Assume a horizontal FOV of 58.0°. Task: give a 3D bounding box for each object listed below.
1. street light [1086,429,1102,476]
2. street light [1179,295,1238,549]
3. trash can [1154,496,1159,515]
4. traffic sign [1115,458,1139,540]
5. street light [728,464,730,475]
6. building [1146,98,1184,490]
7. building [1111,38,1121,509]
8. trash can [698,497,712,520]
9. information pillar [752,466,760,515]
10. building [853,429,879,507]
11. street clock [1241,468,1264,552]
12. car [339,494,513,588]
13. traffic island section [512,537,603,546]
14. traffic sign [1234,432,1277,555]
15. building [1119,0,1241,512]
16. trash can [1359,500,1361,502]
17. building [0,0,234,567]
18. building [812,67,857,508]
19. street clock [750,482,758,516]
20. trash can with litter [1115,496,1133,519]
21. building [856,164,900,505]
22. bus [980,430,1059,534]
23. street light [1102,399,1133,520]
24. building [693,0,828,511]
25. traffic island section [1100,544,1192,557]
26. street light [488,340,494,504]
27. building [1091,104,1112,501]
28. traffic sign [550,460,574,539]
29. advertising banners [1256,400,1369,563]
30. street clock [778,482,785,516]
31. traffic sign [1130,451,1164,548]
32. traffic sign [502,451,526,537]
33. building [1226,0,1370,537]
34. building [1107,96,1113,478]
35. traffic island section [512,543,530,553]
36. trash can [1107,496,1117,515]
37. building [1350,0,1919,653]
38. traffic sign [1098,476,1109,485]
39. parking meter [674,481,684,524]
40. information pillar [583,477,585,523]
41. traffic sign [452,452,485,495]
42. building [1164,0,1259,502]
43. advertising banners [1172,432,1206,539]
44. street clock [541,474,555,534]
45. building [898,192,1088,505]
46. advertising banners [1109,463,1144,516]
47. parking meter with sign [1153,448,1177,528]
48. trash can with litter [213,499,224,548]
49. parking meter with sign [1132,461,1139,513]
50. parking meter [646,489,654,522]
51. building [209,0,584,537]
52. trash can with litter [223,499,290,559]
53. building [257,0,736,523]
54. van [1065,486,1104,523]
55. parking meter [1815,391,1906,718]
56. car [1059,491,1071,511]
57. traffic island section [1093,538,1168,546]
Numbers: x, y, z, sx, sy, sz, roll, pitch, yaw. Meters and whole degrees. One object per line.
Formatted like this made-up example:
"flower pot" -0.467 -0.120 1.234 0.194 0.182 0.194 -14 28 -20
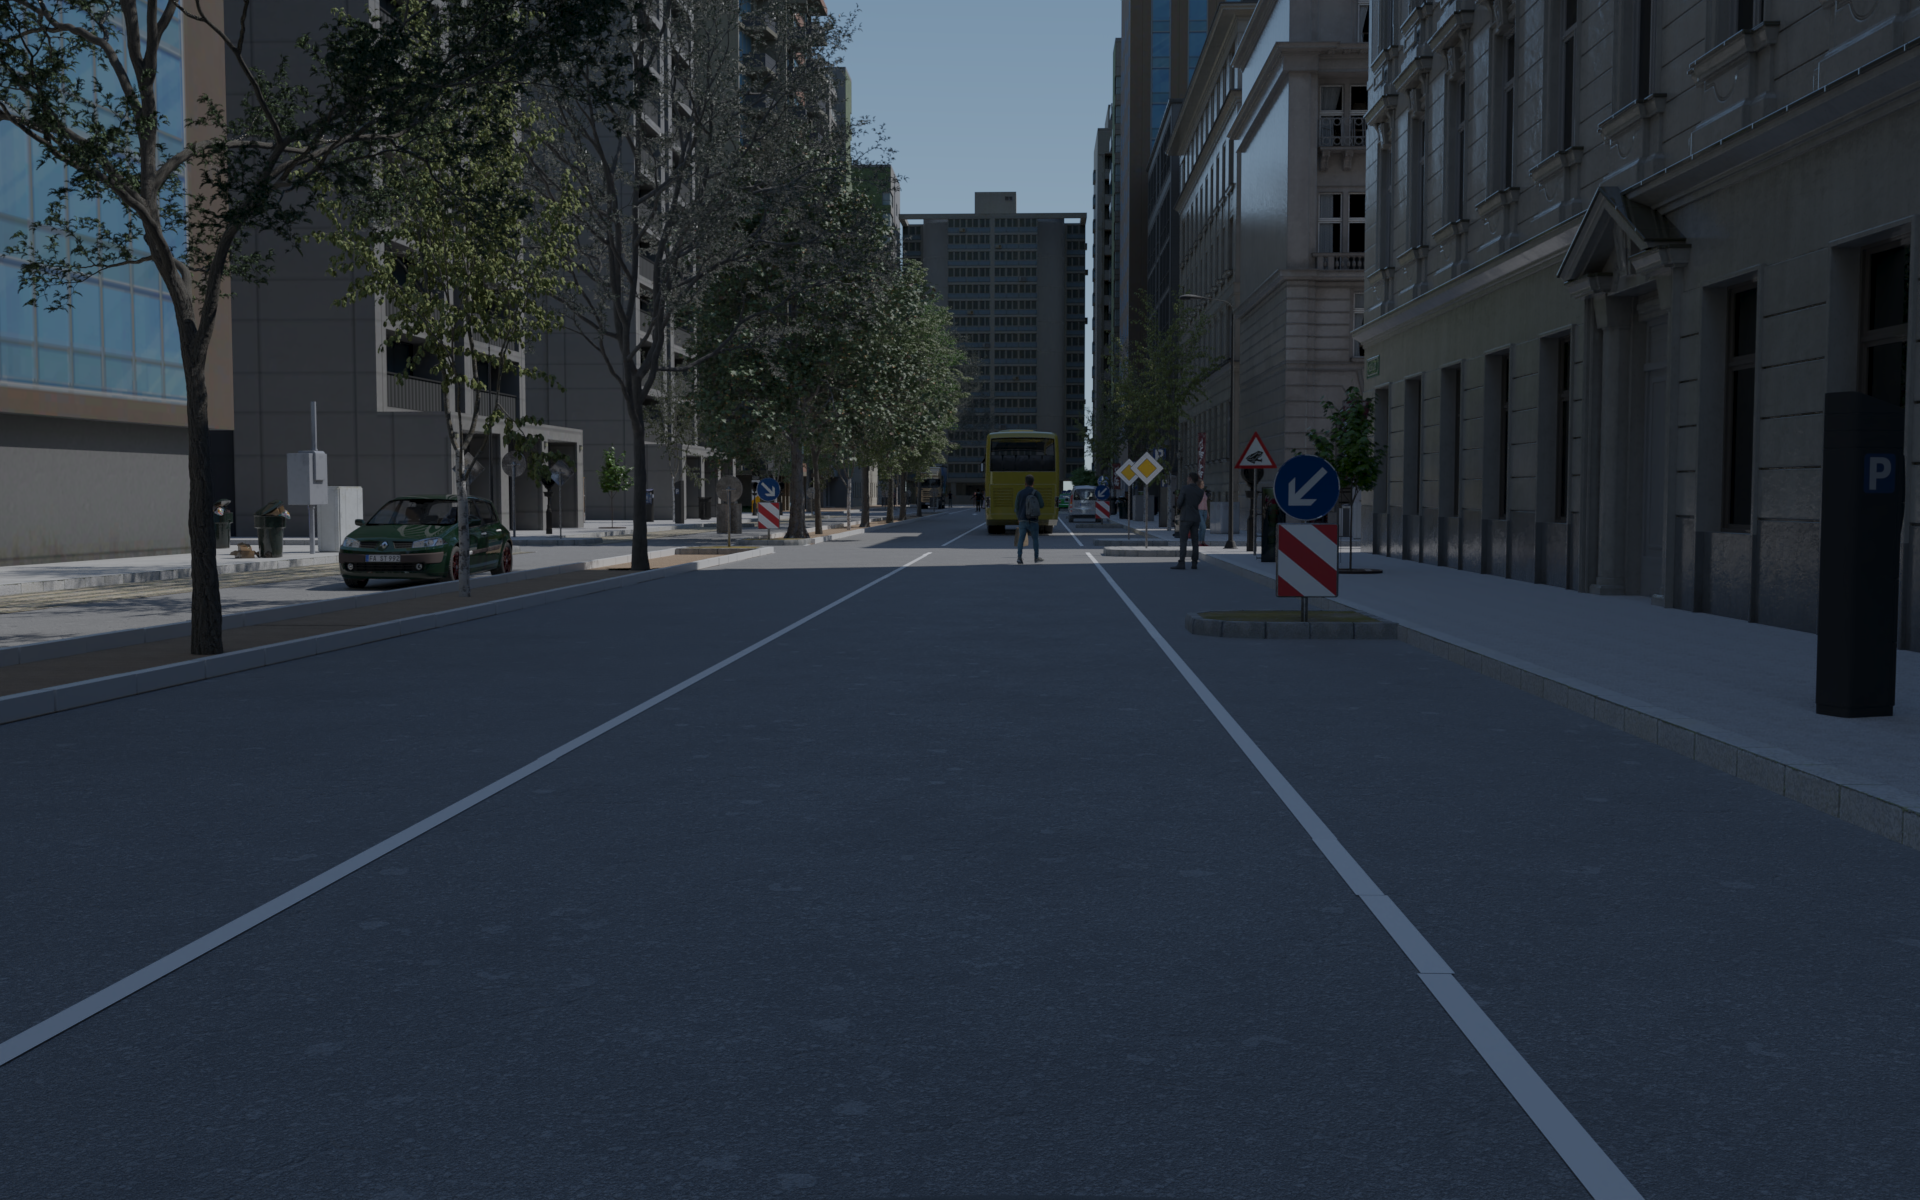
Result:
"street light" 9.578 -9.227 123.403 1.470 5.913 1.316 0 4 3
"street light" 5.806 -4.155 40.483 1.470 5.913 1.316 0 4 3
"trash can" 11.627 -5.677 104.465 0.748 1.137 0.748 0 3 0
"traffic sign" 4.755 -2.759 48.753 0.795 2.450 0.064 0 4 3
"street light" -11.117 -7.022 87.354 1.470 5.913 1.316 0 4 3
"building" 19.685 -19.414 110.923 14.314 27.812 24.014 0 4 3
"building" 20.879 -29.071 158.905 14.154 41.232 14.086 0 4 3
"trash can" -12.657 -4.546 85.984 0.748 1.137 0.748 0 3 0
"information pillar" -12.253 -6.878 103.806 0.504 3.616 0.183 -1 4 -14
"building" -24.442 -20.830 185.612 28.899 21.520 27.650 0 4 3
"street clock" 6.509 -2.082 38.609 0.471 2.002 0.358 -1 4 -8
"car" -8.481 -1.096 27.705 2.009 1.686 4.222 0 4 2
"traffic island section" -11.446 -1.669 49.569 2.009 0.180 2.903 0 4 3
"traffic sign" 6.159 -2.209 36.115 0.884 2.594 0.081 1 4 11
"building" 19.313 -29.376 130.403 14.600 45.320 14.200 0 4 3
"trash can" 9.826 -1.796 41.026 0.748 1.137 0.748 0 3 0
"building" -23.532 -23.278 30.708 14.200 45.320 14.600 0 4 3
"building" -17.742 -29.217 161.287 14.154 41.232 14.086 0 4 3
"street clock" -12.082 -5.952 101.891 0.358 2.002 0.471 3 5 41
"trash can with litter" 8.508 -4.736 88.826 1.055 1.170 0.624 -3 5 -44
"building" -14.865 -32.673 217.790 14.086 41.232 14.154 0 4 3
"bus" 2.212 -4.511 65.298 2.896 3.916 12.252 0 4 1
"street light" 7.860 -6.875 84.947 1.470 5.913 1.316 0 4 3
"building" -22.499 -29.646 139.344 22.147 44.769 28.867 0 4 3
"traffic island section" 4.416 -1.136 40.852 2.009 0.180 2.903 0 4 3
"street light" -12.855 -4.700 49.389 1.470 5.913 1.316 0 4 3
"building" 27.437 -36.385 218.592 21.600 48.544 21.300 0 4 3
"traffic sign" -11.422 -2.805 49.507 0.795 2.450 0.064 0 4 3
"advertising banners" 6.600 -2.211 32.341 2.074 3.025 0.090 1 4 10
"street clock" -10.695 -6.038 103.287 0.471 2.002 0.358 -3 4 -38
"traffic sign" 4.392 -2.271 40.776 0.795 2.450 0.064 0 4 3
"traffic sign" -13.224 -3.132 51.321 0.768 2.556 0.104 1 4 9
"building" 21.352 -13.091 55.837 24.055 21.916 13.314 0 4 3
"building" 27.003 -34.319 180.728 23.786 49.044 30.456 0 4 3
"traffic island section" -11.809 -1.181 41.592 2.009 0.180 2.903 0 4 3
"trash can" 9.352 -5.794 106.384 0.748 1.137 0.748 0 3 0
"building" 15.763 -14.634 15.678 17.030 29.872 44.131 0 4 3
"traffic sign" 9.951 -7.351 120.293 0.768 2.556 0.104 0 4 5
"parking meter" -12.109 -4.220 74.713 0.399 1.863 0.255 3 4 38
"information pillar" -16.748 -4.407 76.551 0.304 2.012 0.304 0 4 -2
"traffic sign" -11.785 -2.317 41.530 0.795 2.450 0.064 0 4 3
"building" 18.984 -15.310 83.607 16.112 22.955 30.059 0 4 3
"advertising banners" 6.586 -3.274 49.711 0.090 3.025 2.074 -1 4 -18
"street clock" -13.128 -3.102 55.284 0.471 2.002 0.358 -1 4 -19
"building" 4.541 -32.627 225.331 23.993 40.220 32.217 0 4 3
"advertising banners" 9.585 -6.224 97.947 2.074 3.025 0.090 1 4 18
"parking meter with sign" 8.094 -4.328 67.029 0.543 3.016 1.738 2 4 32
"trash can with litter" -17.661 -1.794 40.726 1.055 1.170 0.624 1 4 12
"parking meter with sign" 9.428 -5.939 93.370 0.543 3.016 1.738 1 4 8
"parking meter" -14.232 -4.344 79.430 0.372 1.533 0.369 0 3 0
"building" -24.778 -38.027 59.990 20.563 71.187 20.611 0 4 3
"trash can with litter" -14.006 -1.422 34.643 0.624 1.170 1.055 3 5 42
"building" -23.267 -40.062 93.265 20.563 71.187 20.611 0 4 3
"van" 6.369 -4.981 88.451 2.013 2.044 4.112 0 4 3
"parking meter" 5.213 -0.264 10.021 0.399 1.863 0.255 -1 4 -18
"car" 9.001 -8.342 145.195 1.959 1.807 4.718 0 4 3
"traffic island section" 4.779 -1.624 48.829 2.009 0.180 2.903 0 4 3
